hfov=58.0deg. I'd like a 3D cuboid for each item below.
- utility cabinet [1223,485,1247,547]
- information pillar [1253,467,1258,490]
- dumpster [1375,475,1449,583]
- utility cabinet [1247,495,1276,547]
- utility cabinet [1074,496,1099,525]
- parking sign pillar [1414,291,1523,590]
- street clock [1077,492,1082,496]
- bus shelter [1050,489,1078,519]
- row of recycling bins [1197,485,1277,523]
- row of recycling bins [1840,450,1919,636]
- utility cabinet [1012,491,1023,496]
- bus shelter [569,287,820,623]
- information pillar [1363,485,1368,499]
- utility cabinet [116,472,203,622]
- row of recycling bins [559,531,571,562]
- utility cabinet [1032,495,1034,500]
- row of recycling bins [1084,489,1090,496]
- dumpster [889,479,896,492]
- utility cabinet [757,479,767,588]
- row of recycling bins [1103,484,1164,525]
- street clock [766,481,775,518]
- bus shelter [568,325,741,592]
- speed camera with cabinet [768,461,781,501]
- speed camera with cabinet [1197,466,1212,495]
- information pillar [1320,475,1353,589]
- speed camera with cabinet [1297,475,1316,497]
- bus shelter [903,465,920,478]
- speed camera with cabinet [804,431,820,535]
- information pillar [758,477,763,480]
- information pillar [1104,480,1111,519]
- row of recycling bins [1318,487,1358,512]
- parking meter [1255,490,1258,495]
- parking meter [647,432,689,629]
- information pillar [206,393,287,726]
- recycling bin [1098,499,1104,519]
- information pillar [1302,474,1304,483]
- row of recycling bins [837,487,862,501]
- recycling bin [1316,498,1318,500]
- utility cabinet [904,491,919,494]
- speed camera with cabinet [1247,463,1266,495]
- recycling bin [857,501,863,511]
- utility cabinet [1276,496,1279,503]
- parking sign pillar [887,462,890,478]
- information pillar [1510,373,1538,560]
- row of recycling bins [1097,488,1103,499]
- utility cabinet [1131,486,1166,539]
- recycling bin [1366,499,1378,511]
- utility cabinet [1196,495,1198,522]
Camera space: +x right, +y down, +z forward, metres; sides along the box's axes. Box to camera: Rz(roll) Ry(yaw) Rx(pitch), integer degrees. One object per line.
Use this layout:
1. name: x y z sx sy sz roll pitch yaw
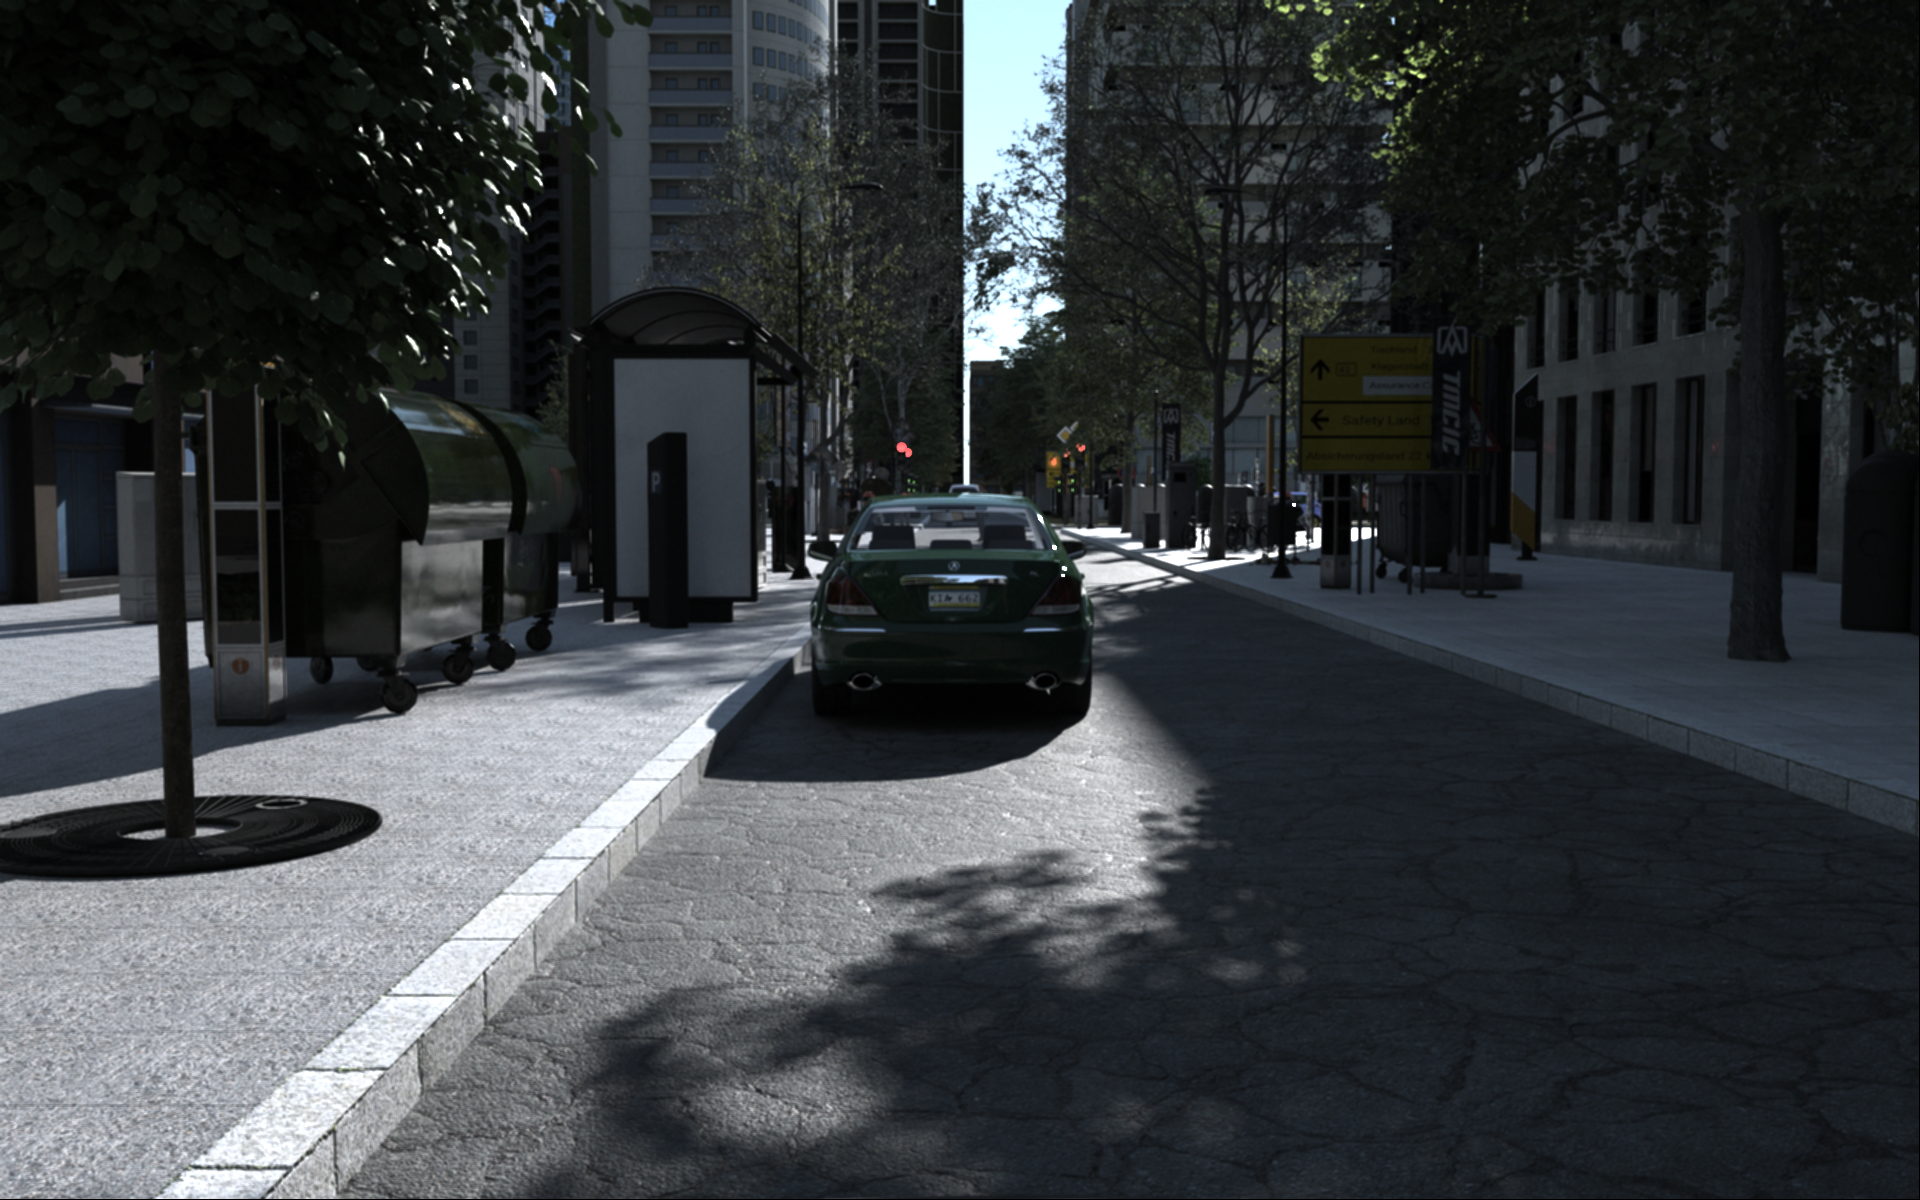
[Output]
1. utility cabinet: 6.598 -2.039 42.015 0.318 1.500 1.173 2 4 33
2. information pillar: 23.270 -8.855 136.133 0.504 3.616 0.183 -2 4 -35
3. dumpster: 6.923 -1.215 25.616 1.264 1.857 1.865 0 4 0
4. utility cabinet: 7.312 -1.906 42.324 0.306 1.237 1.020 -1 4 -12
5. utility cabinet: 5.291 -3.756 72.578 1.020 1.237 0.306 2 4 35
6. parking sign pillar: 6.993 -2.157 23.738 1.447 3.967 1.447 1 4 10
7. street clock: 5.684 -4.738 82.038 0.358 2.002 0.471 0 4 0
8. bus shelter: 5.887 -7.156 94.628 2.179 5.291 8.768 0 3 0
9. row of recycling bins: 12.320 -4.275 77.005 3.534 1.692 1.069 1 4 15
10. row of recycling bins: 9.262 -0.490 15.122 1.069 1.692 3.534 -1 4 -21
11. utility cabinet: 4.780 -8.296 144.316 0.318 1.500 1.173 2 4 34
12. bus shelter: -2.814 -1.578 19.720 2.014 3.302 5.546 0 4 0
13. information pillar: 30.399 -8.484 130.069 0.504 3.616 0.183 0 4 -5
14. utility cabinet: -7.892 -0.543 17.556 0.318 1.500 1.173 2 4 32
15. row of recycling bins: -7.150 -1.581 32.964 3.534 1.692 1.069 -1 4 -9
16. utility cabinet: 6.512 -8.147 144.365 1.020 1.237 0.306 -2 4 -31
17. row of recycling bins: 11.017 -7.793 134.529 3.534 1.692 1.069 2 4 30
18. dumpster: -4.800 -6.838 114.297 1.502 2.255 1.985 0 4 0
19. utility cabinet: -2.843 -0.894 23.293 0.318 1.500 1.173 0 4 4
20. row of recycling bins: 7.977 -4.019 72.828 3.534 1.692 1.069 -1 4 -14
21. street clock: -10.125 -5.380 92.533 0.358 2.002 0.471 3 4 37
22. bus shelter: -4.276 -2.103 25.660 1.731 3.624 6.357 0 4 0
23. speed camera with cabinet: -10.800 -6.698 103.854 0.660 3.252 2.038 -2 4 -32
24. speed camera with cabinet: 17.256 -7.932 124.021 2.038 3.252 0.660 3 4 37
25. information pillar: 5.110 -1.163 23.507 0.304 2.012 0.304 -2 4 -31
26. speed camera with cabinet: 25.925 -8.291 129.886 0.660 3.252 2.038 -1 4 -23
27. bus shelter: -4.023 -8.901 136.814 1.731 3.624 6.357 0 4 0
28. speed camera with cabinet: -4.851 -3.718 55.121 0.660 3.252 2.038 0 4 5
29. information pillar: -8.412 -4.164 72.576 0.304 2.012 0.304 0 4 5
30. information pillar: 7.522 -5.132 88.395 0.304 2.012 0.304 2 4 25
31. row of recycling bins: 19.192 -4.956 88.145 1.069 1.692 3.534 -1 4 -11
32. parking meter: 19.314 -6.369 112.552 0.372 1.533 0.369 0 3 0
33. parking meter: -2.805 -0.667 16.620 0.255 1.863 0.399 -3 4 -37
34. information pillar: -3.972 -0.316 9.651 0.304 2.012 0.304 0 4 -2
35. recycling bin: 7.313 -4.712 89.599 0.722 1.027 0.722 2 4 31
36. information pillar: 26.864 -8.825 135.636 0.183 3.616 0.504 0 4 -4
37. row of recycling bins: -6.993 -6.172 108.032 1.069 1.692 3.534 -3 4 -36
38. recycling bin: 22.674 -6.049 111.454 0.722 1.027 0.722 2 4 26
39. utility cabinet: -3.530 -7.063 124.161 1.173 1.500 0.318 0 4 1
40. speed camera with cabinet: 18.955 -7.157 111.355 2.038 3.252 0.660 3 4 38
41. recycling bin: -3.325 -3.140 63.886 0.722 1.027 0.722 -2 4 -29
42. utility cabinet: 9.620 -2.619 53.979 0.306 1.237 1.020 3 5 42
43. parking sign pillar: -5.990 -9.090 137.093 1.447 3.967 1.447 0 4 -7
44. information pillar: 10.936 -2.580 33.539 0.504 3.616 0.183 -1 4 -8
45. row of recycling bins: 9.392 -5.527 97.486 3.534 1.692 1.069 3 4 38
46. utility cabinet: 5.382 -2.475 49.138 1.173 1.500 0.318 -3 4 -37
47. recycling bin: 23.205 -5.177 97.203 0.722 1.027 0.722 0 4 5
48. utility cabinet: 10.588 -4.135 78.769 0.306 1.237 1.020 -1 4 -10
